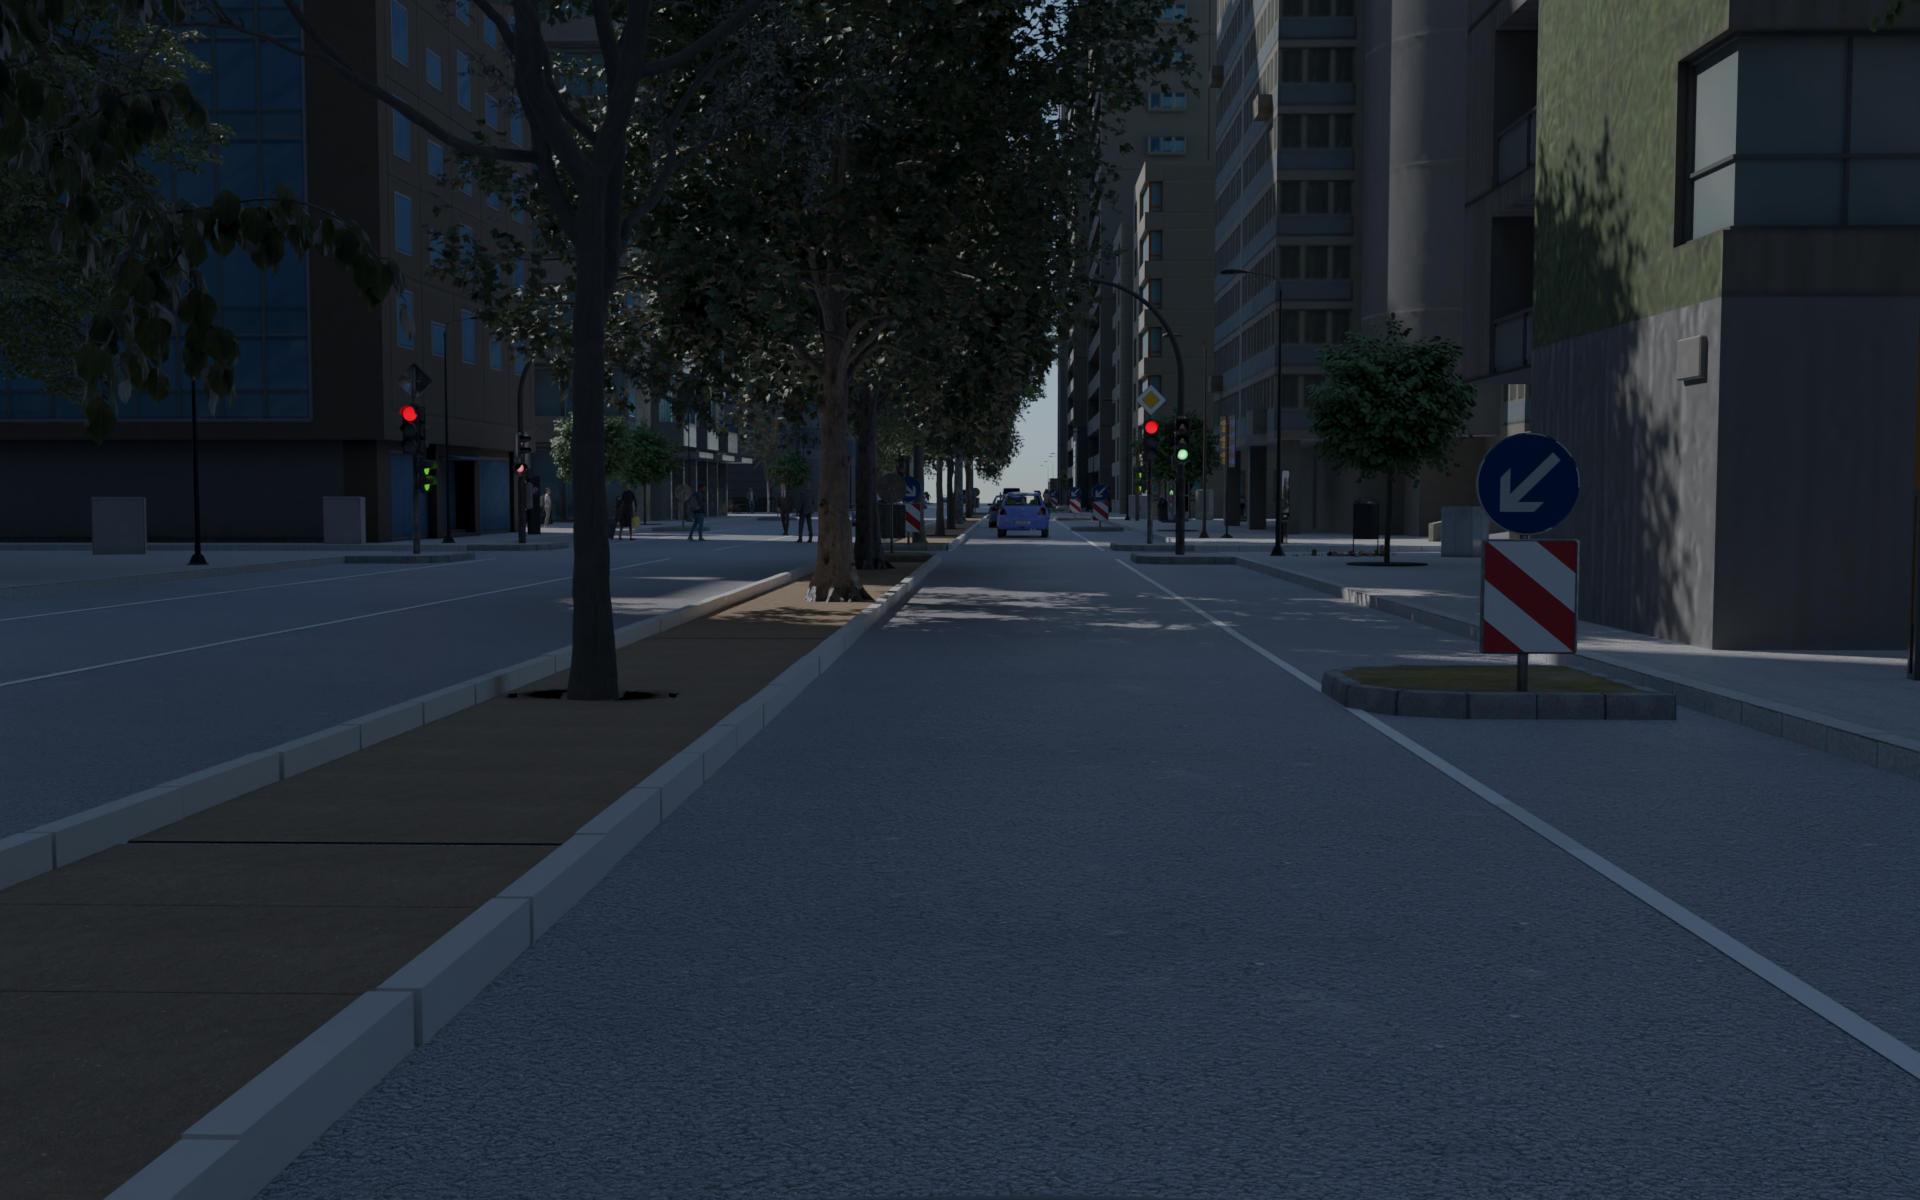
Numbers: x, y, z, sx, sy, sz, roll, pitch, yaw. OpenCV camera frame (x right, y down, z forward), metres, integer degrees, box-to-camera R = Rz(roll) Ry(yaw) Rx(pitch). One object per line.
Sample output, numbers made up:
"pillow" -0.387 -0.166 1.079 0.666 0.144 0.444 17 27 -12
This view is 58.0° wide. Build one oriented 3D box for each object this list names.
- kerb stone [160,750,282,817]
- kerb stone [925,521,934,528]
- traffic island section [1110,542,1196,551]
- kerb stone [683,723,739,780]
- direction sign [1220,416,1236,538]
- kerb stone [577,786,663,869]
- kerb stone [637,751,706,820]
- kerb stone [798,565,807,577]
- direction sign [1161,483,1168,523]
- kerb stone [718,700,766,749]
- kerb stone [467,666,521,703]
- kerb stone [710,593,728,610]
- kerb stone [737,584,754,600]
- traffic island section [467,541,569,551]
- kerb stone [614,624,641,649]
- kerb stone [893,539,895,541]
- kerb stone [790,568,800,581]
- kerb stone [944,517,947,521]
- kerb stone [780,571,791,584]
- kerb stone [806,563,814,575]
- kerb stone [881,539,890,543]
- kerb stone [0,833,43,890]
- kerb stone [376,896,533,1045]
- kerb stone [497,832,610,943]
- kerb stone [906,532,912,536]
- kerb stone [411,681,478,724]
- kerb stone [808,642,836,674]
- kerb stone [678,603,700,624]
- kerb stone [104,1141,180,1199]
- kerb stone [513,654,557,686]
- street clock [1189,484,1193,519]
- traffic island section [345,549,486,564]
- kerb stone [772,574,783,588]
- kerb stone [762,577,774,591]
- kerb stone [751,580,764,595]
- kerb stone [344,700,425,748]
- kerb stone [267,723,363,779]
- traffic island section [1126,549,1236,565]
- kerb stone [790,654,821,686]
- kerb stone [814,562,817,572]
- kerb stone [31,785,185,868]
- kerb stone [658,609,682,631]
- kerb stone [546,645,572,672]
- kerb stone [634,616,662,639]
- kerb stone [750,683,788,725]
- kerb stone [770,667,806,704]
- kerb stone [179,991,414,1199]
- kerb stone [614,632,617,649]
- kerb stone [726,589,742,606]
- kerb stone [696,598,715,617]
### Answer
"kerb stone" -3.457 0.862 8.104 0.120 0.150 1.000 0 4 2
"kerb stone" -1.338 -3.310 76.316 0.120 0.150 1.000 0 4 2
"traffic island section" 4.912 -1.366 44.617 2.009 0.180 2.903 0 4 2
"kerb stone" -1.315 0.803 9.108 0.120 0.150 1.000 0 4 2
"direction sign" 7.780 -3.571 50.384 0.379 3.537 0.876 -1 4 -21
"kerb stone" -1.383 0.926 7.055 0.120 0.150 1.000 0 4 2
"kerb stone" -1.348 0.863 8.081 0.120 0.150 1.000 0 4 2
"kerb stone" -2.781 -0.456 29.653 0.120 0.150 1.000 0 4 2
"direction sign" 9.209 -5.236 77.613 0.876 3.537 0.379 1 4 22
"kerb stone" -1.285 0.738 10.137 0.120 0.150 1.000 0 4 2
"kerb stone" -3.319 0.610 12.226 0.120 0.150 1.000 0 4 2
"kerb stone" -3.044 0.046 21.443 0.120 0.150 1.000 0 4 2
"kerb stone" -2.970 -0.078 23.490 0.120 0.150 1.000 0 4 2
"traffic island section" -11.421 -1.397 45.125 2.009 0.180 2.903 0 4 2
"kerb stone" -3.196 0.359 16.330 0.120 0.150 1.000 0 4 2
"kerb stone" -2.100 -1.796 51.707 0.120 0.150 1.000 0 4 2
"kerb stone" -2.802 -0.393 28.620 0.120 0.150 1.000 0 4 2
"kerb stone" -0.660 -4.626 97.828 0.120 0.150 1.000 0 4 2
"kerb stone" -2.851 -0.330 27.598 0.120 0.150 1.000 0 4 2
"kerb stone" -2.752 -0.519 30.676 0.120 0.150 1.000 0 4 2
"kerb stone" -2.133 -1.742 50.685 0.120 0.150 1.000 0 4 2
"kerb stone" -3.513 0.987 6.060 0.120 0.150 1.000 0 4 2
"kerb stone" -1.440 1.052 4.998 0.120 0.150 1.000 0 4 2
"kerb stone" -1.405 0.990 6.025 0.120 0.150 1.000 0 4 2
"kerb stone" -1.780 -2.433 61.971 0.120 0.150 1.000 0 4 2
"kerb stone" -3.352 0.672 11.201 0.120 0.150 1.000 0 4 2
"kerb stone" -1.152 0.488 14.224 0.120 0.150 1.000 0 4 2
"kerb stone" -3.096 0.171 19.395 0.120 0.150 1.000 0 4 2
"kerb stone" -1.506 1.179 2.951 0.120 0.150 1.000 0 4 2
"kerb stone" -3.292 0.553 13.249 0.120 0.150 1.000 0 4 2
"street clock" 11.669 -5.124 88.355 0.471 2.002 0.358 1 4 9
"traffic island section" -11.668 -0.909 37.144 2.009 0.180 2.903 0 4 2
"kerb stone" -2.876 -0.267 26.576 0.120 0.150 1.000 0 4 2
"kerb stone" -2.912 -0.203 25.545 0.120 0.150 1.000 0 4 2
"kerb stone" -2.946 -0.142 24.518 0.120 0.150 1.000 0 4 2
"kerb stone" -3.385 0.736 10.163 0.120 0.150 1.000 0 4 2
"kerb stone" -3.416 0.802 9.142 0.120 0.150 1.000 0 4 2
"traffic island section" 4.665 -0.878 36.635 2.009 0.180 2.903 0 4 2
"kerb stone" -1.193 0.550 13.203 0.120 0.150 1.000 0 4 2
"kerb stone" -2.718 -0.582 31.706 0.120 0.150 1.000 0 4 2
"kerb stone" -3.478 0.924 7.082 0.120 0.150 1.000 0 4 2
"kerb stone" -3.129 0.234 18.373 0.120 0.150 1.000 0 4 2
"kerb stone" -3.261 0.484 14.281 0.120 0.150 1.000 0 4 2
"kerb stone" -3.168 0.296 17.352 0.120 0.150 1.000 0 4 2
"kerb stone" -1.249 0.679 11.159 0.120 0.150 1.000 0 4 2
"kerb stone" -1.219 0.613 12.181 0.120 0.150 1.000 0 4 2
"kerb stone" -1.485 1.115 3.973 0.120 0.150 1.000 0 4 2
"kerb stone" -3.228 0.421 15.308 0.120 0.150 1.000 0 4 2
"kerb stone" -3.003 -0.013 22.469 0.120 0.150 1.000 0 4 2
"kerb stone" -3.066 0.109 20.417 0.120 0.150 1.000 0 4 2
